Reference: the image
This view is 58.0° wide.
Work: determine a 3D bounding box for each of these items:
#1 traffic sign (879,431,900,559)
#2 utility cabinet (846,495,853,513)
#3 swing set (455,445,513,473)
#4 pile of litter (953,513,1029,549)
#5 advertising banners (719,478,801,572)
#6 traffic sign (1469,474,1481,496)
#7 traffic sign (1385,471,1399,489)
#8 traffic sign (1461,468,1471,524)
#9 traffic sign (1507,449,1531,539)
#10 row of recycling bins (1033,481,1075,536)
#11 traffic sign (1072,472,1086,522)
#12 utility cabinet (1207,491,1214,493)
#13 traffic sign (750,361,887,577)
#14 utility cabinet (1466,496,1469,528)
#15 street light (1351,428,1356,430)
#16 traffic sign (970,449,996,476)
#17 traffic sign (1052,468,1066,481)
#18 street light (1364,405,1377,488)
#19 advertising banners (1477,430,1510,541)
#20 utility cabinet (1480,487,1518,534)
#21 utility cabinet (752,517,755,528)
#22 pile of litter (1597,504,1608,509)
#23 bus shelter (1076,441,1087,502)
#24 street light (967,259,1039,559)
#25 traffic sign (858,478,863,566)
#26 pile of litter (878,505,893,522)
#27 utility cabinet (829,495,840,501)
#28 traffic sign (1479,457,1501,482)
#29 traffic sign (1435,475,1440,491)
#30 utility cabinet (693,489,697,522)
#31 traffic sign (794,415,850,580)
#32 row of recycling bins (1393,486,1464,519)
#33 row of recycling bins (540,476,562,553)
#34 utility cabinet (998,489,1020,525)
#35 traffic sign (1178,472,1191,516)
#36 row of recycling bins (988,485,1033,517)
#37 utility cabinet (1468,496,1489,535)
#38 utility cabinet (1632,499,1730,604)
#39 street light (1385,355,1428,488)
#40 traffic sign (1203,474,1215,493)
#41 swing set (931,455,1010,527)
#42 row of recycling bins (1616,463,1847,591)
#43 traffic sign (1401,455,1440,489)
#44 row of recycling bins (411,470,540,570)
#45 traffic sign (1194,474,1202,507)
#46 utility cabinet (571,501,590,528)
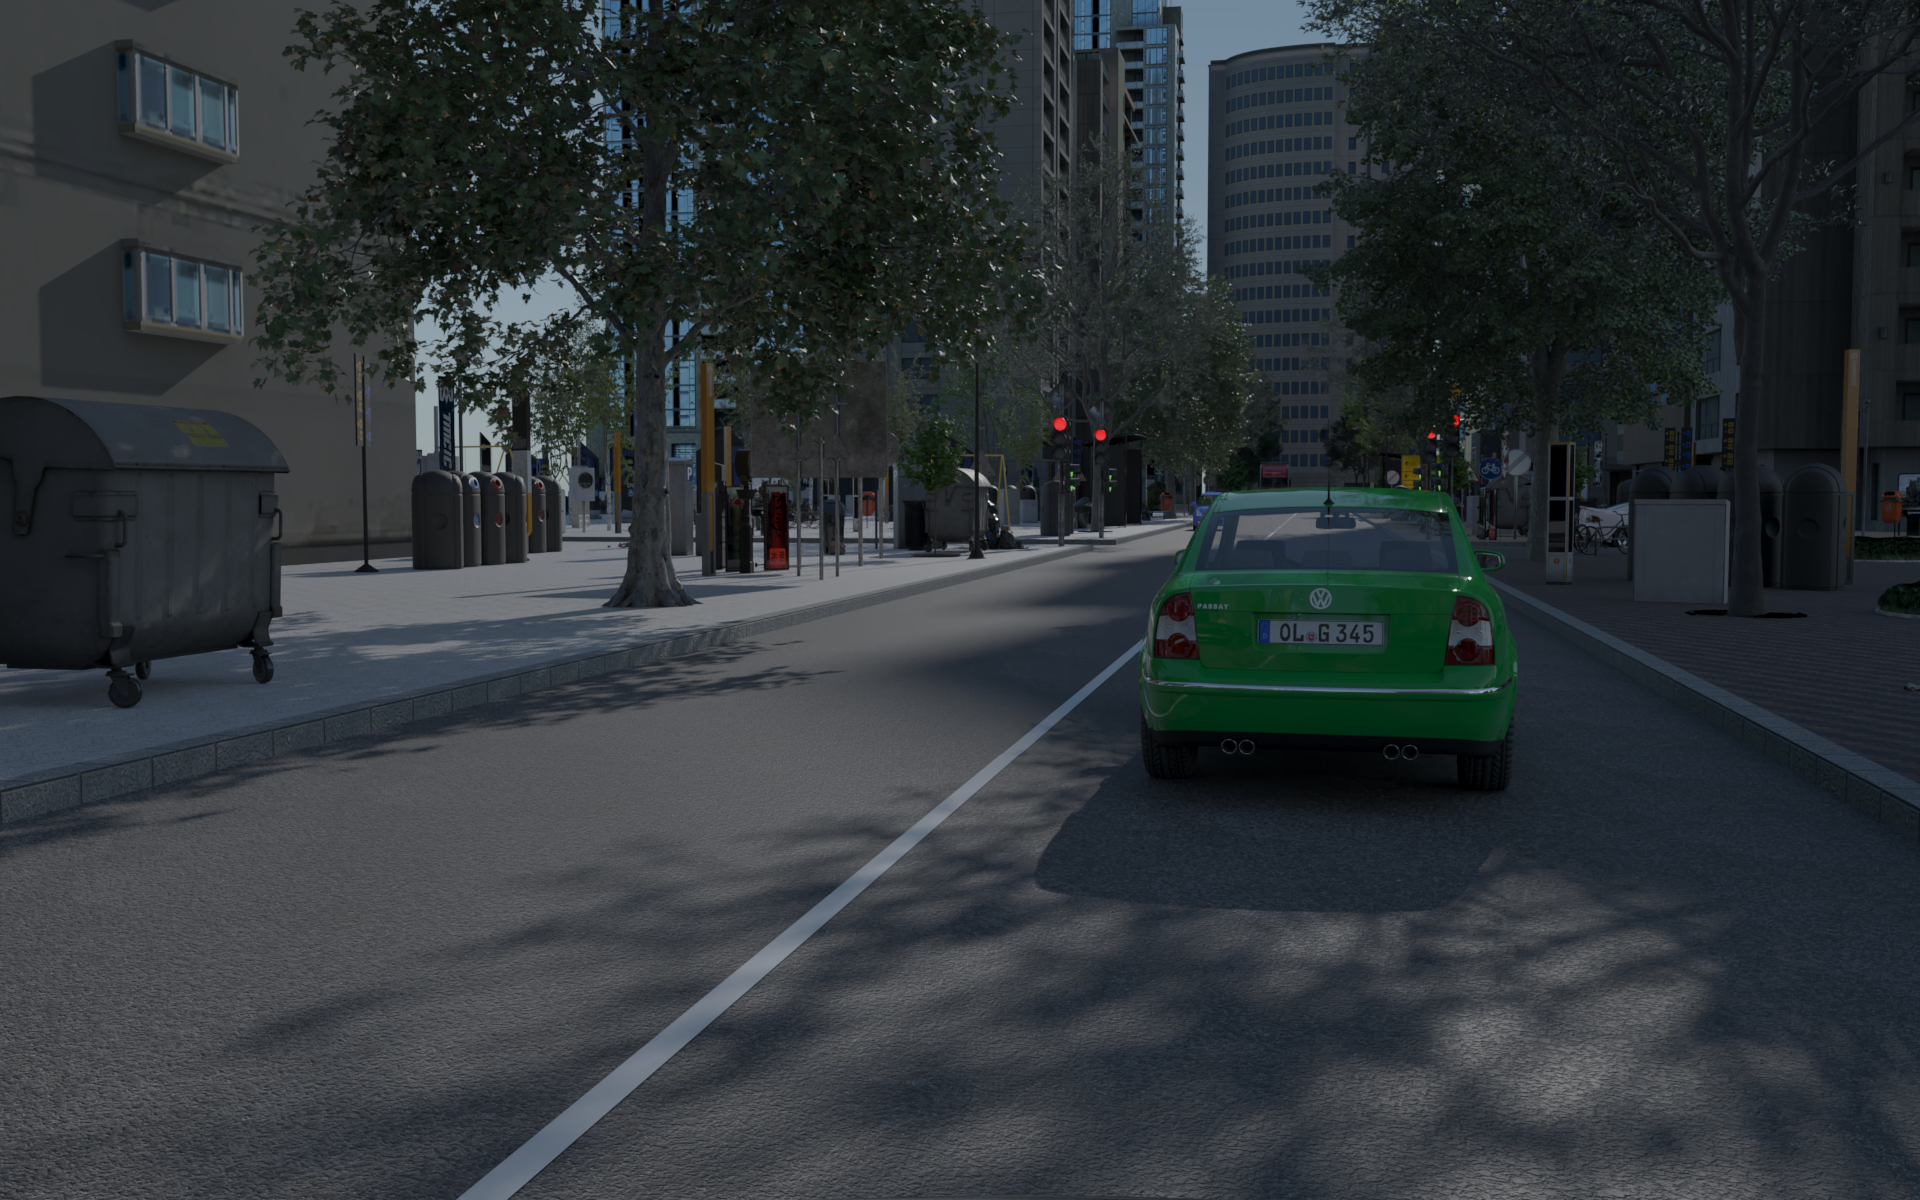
[{"bbox_3d":[-1.569,-2.095,34.354,0.768,2.556,0.104,1,4,20],"label":"traffic sign"},{"bbox_3d":[-7.125,-6.367,115.255,1.020,1.237,0.306,2,4,35],"label":"utility cabinet"},{"bbox_3d":[-15.894,-3.588,56.289,3.119,2.851,2.862,2,4,26],"label":"swing set"},{"bbox_3d":[0.719,-1.629,40.595,1.719,0.858,1.176,1,4,23],"label":"pile of litter"},{"bbox_3d":[-3.111,-2.009,29.037,2.074,3.025,0.090,-3,4,-38],"label":"advertising banners"},{"bbox_3d":[22.630,-4.700,76.849,0.884,2.594,0.081,1,4,13],"label":"traffic sign"},{"bbox_3d":[23.356,-5.721,93.641,0.768,2.556,0.104,1,4,19],"label":"traffic sign"},{"bbox_3d":[17.157,-3.545,59.145,0.795,2.450,0.064,1,4,17],"label":"traffic sign"},{"bbox_3d":[15.725,-2.990,48.987,0.768,2.556,0.104,1,4,18],"label":"traffic sign"},{"bbox_3d":[3.031,-2.879,54.191,1.069,1.692,3.534,0,4,6],"label":"row of recycling bins"},{"bbox_3d":[4.708,-4.313,70.528,0.884,2.594,0.081,1,4,21],"label":"traffic sign"},{"bbox_3d":[17.920,-7.012,123.325,0.318,1.500,1.173,2,4,31],"label":"utility cabinet"},{"bbox_3d":[-2.213,-2.020,26.903,2.265,3.308,0.079,1,4,16],"label":"traffic sign"},{"bbox_3d":[19.552,-3.351,65.946,0.306,1.237,1.020,2,4,31],"label":"utility cabinet"},{"bbox_3d":[28.224,-9.141,121.997,1.470,5.913,1.316,1,4,12],"label":"street light"},{"bbox_3d":[0.606,-3.073,50.242,0.884,2.594,0.081,1,4,13],"label":"traffic sign"},{"bbox_3d":[4.177,-4.307,70.421,0.884,2.594,0.081,1,4,18],"label":"traffic sign"},{"bbox_3d":[21.632,-7.189,90.076,1.470,5.913,1.316,1,4,12],"label":"street light"},{"bbox_3d":[14.780,-3.168,47.987,0.090,3.025,2.074,0,4,-5],"label":"advertising banners"},{"bbox_3d":[17.345,-2.880,55.772,0.318,1.500,1.173,-3,5,-44],"label":"utility cabinet"},{"bbox_3d":[-8.287,-3.441,64.932,1.173,1.500,0.318,-2,4,-28],"label":"utility cabinet"},{"bbox_3d":[28.207,-3.825,76.507,1.176,0.858,1.719,-1,4,-9],"label":"pile of litter"},{"bbox_3d":[6.318,-5.165,75.735,1.731,3.624,6.357,1,4,12],"label":"bus shelter"},{"bbox_3d":[0.858,-3.765,34.093,1.470,5.913,1.316,1,4,12],"label":"street light"},{"bbox_3d":[-1.766,-1.869,30.670,0.768,2.556,0.104,1,4,17],"label":"traffic sign"},{"bbox_3d":[-3.339,-4.059,80.329,1.176,0.858,1.719,1,4,9],"label":"pile of litter"},{"bbox_3d":[-9.078,-6.962,124.986,1.020,1.237,0.306,3,5,44],"label":"utility cabinet"},{"bbox_3d":[18.429,-3.675,60.195,0.768,2.556,0.104,1,4,21],"label":"traffic sign"},{"bbox_3d":[22.341,-4.851,81.442,0.606,2.300,0.079,1,4,14],"label":"traffic sign"},{"bbox_3d":[-11.997,-4.287,78.765,0.318,1.500,1.173,3,4,37],"label":"utility cabinet"},{"bbox_3d":[-2.068,-1.577,25.789,0.884,2.594,0.081,1,4,18],"label":"traffic sign"},{"bbox_3d":[22.687,-4.702,83.991,3.534,1.692,1.069,0,4,-6],"label":"row of recycling bins"},{"bbox_3d":[-9.510,-1.842,37.223,1.069,1.692,3.534,0,4,7],"label":"row of recycling bins"},{"bbox_3d":[2.016,-3.838,71.426,0.318,1.500,1.173,2,4,35],"label":"utility cabinet"},{"bbox_3d":[12.897,-6.079,99.492,0.768,2.556,0.104,1,4,21],"label":"traffic sign"},{"bbox_3d":[2.768,-4.625,82.734,3.534,1.692,1.069,1,4,18],"label":"row of recycling bins"},{"bbox_3d":[16.464,-2.659,54.636,0.306,1.237,1.020,3,4,37],"label":"utility cabinet"},{"bbox_3d":[8.575,-0.577,20.602,1.020,1.237,0.306,2,4,32],"label":"utility cabinet"},{"bbox_3d":[14.999,-5.220,57.892,1.470,5.913,1.316,1,4,12],"label":"street light"},{"bbox_3d":[15.994,-6.801,111.302,0.768,2.556,0.104,1,4,14],"label":"traffic sign"},{"bbox_3d":[0.188,-4.345,68.665,3.119,2.851,2.862,-1,4,-10],"label":"swing set"},{"bbox_3d":[10.900,-1.065,24.518,1.069,1.692,3.534,-2,4,-24],"label":"row of recycling bins"},{"bbox_3d":[24.183,-5.902,90.373,2.265,3.308,0.079,1,4,19],"label":"traffic sign"},{"bbox_3d":[-8.771,-1.458,30.949,1.069,1.692,3.534,1,4,9],"label":"row of recycling bins"},{"bbox_3d":[15.262,-6.857,112.221,0.768,2.556,0.104,1,4,14],"label":"traffic sign"},{"bbox_3d":[-14.320,-3.470,65.421,0.318,1.500,1.173,0,4,7],"label":"utility cabinet"}]
